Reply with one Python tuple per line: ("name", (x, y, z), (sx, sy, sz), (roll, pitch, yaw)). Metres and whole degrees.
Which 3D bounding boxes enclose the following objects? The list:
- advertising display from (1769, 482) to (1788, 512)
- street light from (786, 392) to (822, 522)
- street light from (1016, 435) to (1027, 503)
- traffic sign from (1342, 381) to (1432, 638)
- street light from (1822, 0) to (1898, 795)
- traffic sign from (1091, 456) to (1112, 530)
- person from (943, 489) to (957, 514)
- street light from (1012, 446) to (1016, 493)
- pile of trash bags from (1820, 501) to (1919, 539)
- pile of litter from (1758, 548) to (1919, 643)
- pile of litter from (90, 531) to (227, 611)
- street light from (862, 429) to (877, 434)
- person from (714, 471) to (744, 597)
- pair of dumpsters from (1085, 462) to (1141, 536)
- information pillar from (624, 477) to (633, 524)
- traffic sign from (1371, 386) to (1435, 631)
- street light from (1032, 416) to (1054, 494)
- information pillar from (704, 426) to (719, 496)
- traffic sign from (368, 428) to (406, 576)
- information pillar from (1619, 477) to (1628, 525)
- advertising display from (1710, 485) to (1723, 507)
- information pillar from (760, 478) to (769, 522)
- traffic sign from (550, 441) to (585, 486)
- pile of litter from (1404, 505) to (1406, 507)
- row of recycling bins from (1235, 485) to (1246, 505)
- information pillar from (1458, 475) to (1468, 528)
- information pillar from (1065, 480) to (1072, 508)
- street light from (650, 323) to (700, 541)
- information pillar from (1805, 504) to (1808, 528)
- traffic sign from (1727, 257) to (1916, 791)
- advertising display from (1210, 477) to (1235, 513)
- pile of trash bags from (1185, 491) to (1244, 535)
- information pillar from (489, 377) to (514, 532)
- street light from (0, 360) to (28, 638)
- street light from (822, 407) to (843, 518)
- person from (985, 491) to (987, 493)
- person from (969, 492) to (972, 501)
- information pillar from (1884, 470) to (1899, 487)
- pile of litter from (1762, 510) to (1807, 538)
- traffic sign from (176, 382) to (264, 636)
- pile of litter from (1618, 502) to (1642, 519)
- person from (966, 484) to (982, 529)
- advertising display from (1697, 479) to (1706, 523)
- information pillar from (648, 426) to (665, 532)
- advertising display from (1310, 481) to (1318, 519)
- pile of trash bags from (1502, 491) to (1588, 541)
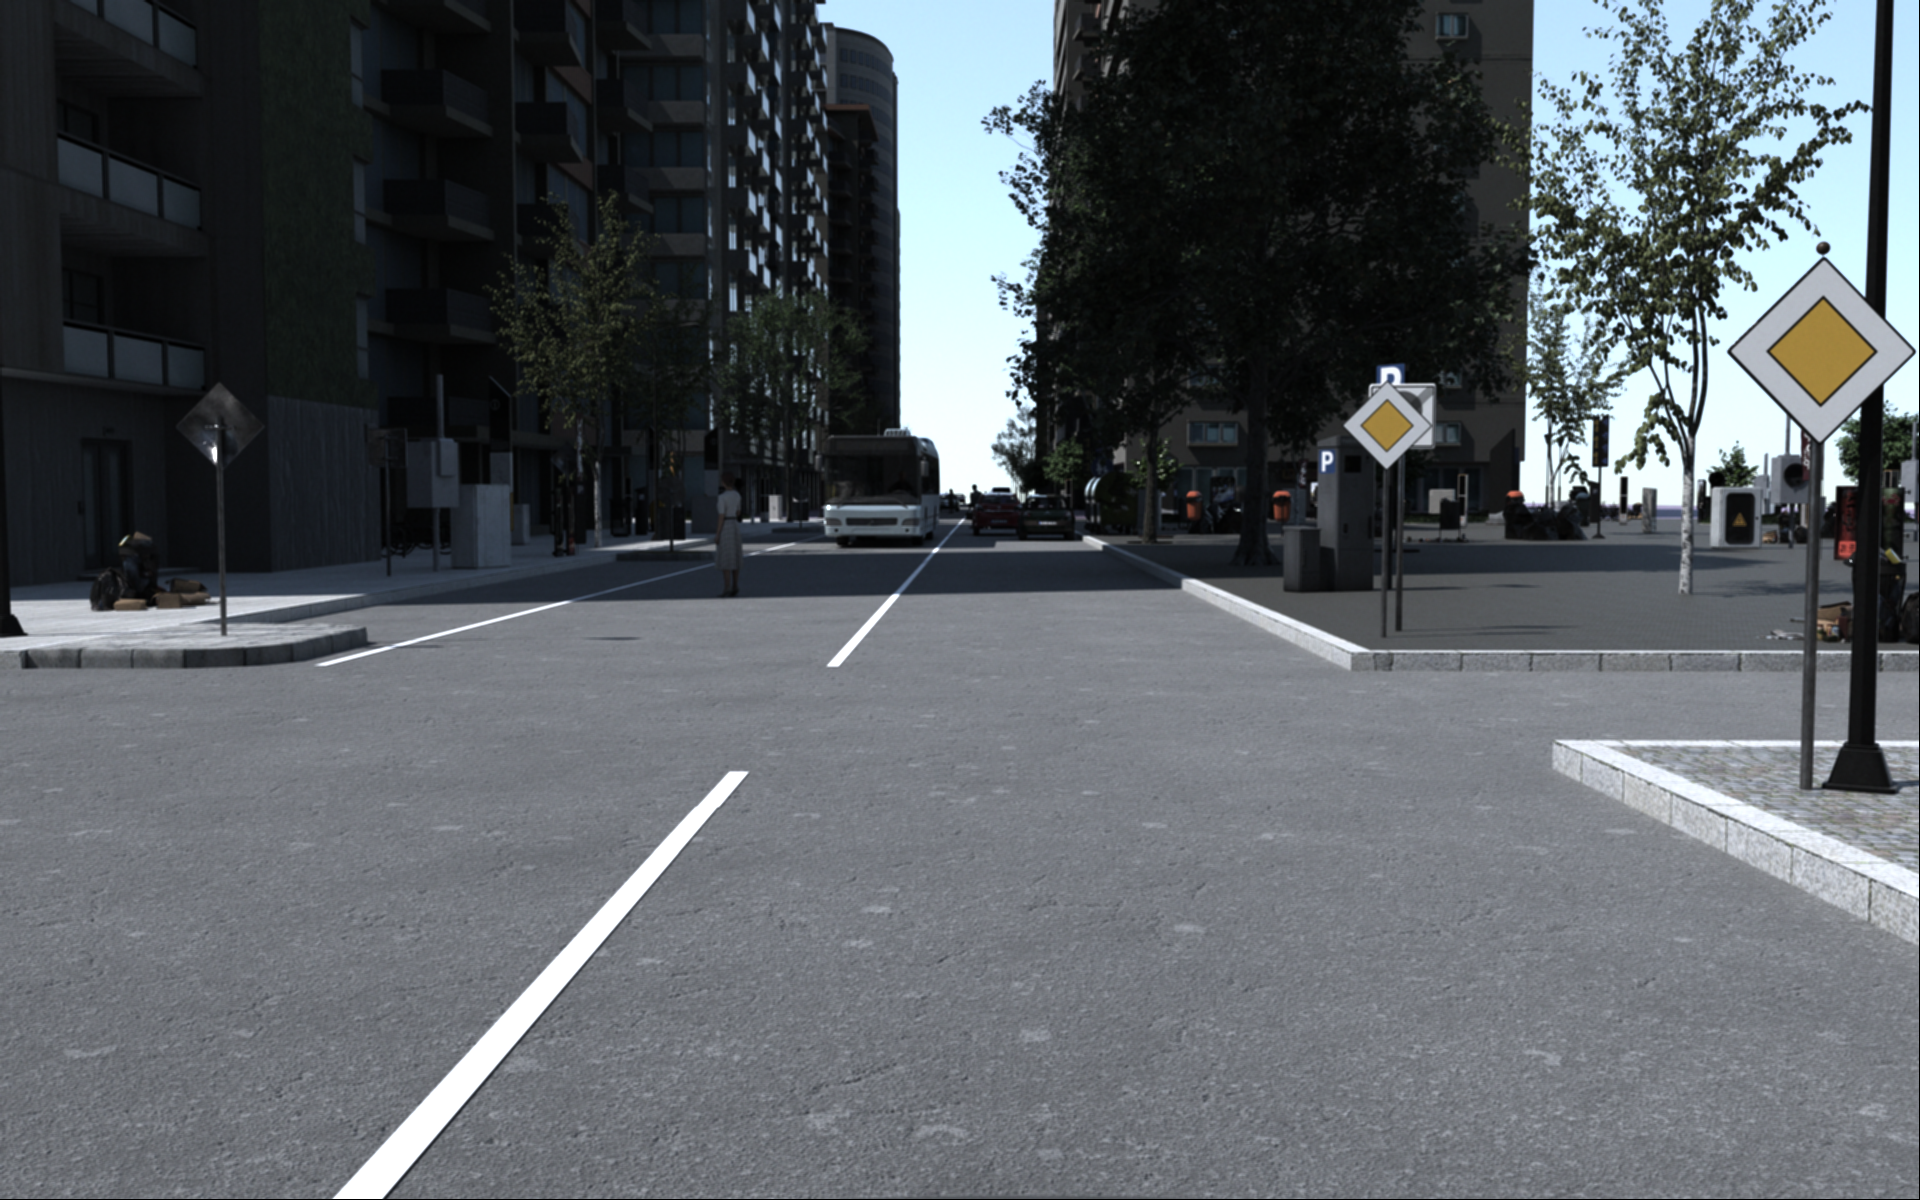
("advertising display", (42.311, -5.163, 89.632), (0.974, 1.923, 0.123), (1, 4, 9))
("street light", (-7.229, -6.505, 78.892), (1.470, 5.913, 1.316), (0, 4, 1))
("street light", (5.356, -9.959, 135.364), (1.470, 5.913, 1.316), (0, 4, 1))
("traffic sign", (3.786, -0.721, 15.433), (0.795, 2.450, 0.064), (0, 4, 1))
("street light", (3.392, -2.132, 7.403), (1.470, 5.913, 1.316), (0, 4, 1))
("traffic sign", (4.780, -3.557, 58.260), (0.768, 2.556, 0.104), (0, 4, 6))
("person", (-0.689, -7.279, 127.508), (1.348, 1.824, 0.705), (-3, 5, -45))
("street light", (5.782, -11.899, 167.087), (1.470, 5.913, 1.316), (0, 4, 1))
("pile of trash bags", (26.141, -2.408, 49.115), (1.912, 1.369, 3.447), (-1, 4, -23))
("pile of litter", (8.027, -0.080, 15.279), (1.719, 0.858, 1.176), (3, 4, 37))
("pile of litter", (-9.132, -0.353, 19.744), (1.176, 0.858, 1.719), (3, 4, 36))
("street light", (-6.482, -9.286, 124.371), (1.470, 5.913, 1.316), (0, 4, 1))
("person", (-3.283, -0.925, 24.190), (0.524, 1.755, 0.480), (2, 4, 33))
("pair of dumpsters", (4.882, -3.218, 55.115), (1.574, 2.255, 4.437), (0, 4, 1))
("information pillar", (-14.210, -4.265, 74.229), (0.304, 2.012, 0.304), (0, 4, -5))
("traffic sign", (4.104, -0.857, 16.139), (0.606, 2.300, 0.079), (0, 4, 7))
("street light", (4.987, -7.983, 103.055), (1.470, 5.913, 1.316), (0, 4, 1))
("information pillar", (-8.462, -4.142, 59.083), (0.504, 3.616, 0.183), (0, 4, -7))
("traffic sign", (-8.919, -1.521, 26.994), (0.606, 2.300, 0.079), (0, 4, 3))
("information pillar", (27.789, -4.161, 72.532), (0.304, 2.012, 0.304), (1, 4, 17))
("advertising display", (38.409, -5.037, 87.563), (0.974, 1.923, 0.123), (0, 4, -7))
("information pillar", (-8.876, -4.536, 78.661), (0.304, 2.012, 0.304), (2, 4, 29))
("traffic sign", (-8.528, -2.229, 37.630), (0.795, 2.450, 0.064), (1, 4, 10))
("pile of litter", (21.196, -4.268, 83.745), (1.176, 0.858, 1.719), (-3, 5, -40))
("row of recycling bins", (13.545, -4.743, 84.661), (1.069, 1.692, 3.534), (0, 4, 3))
("information pillar", (18.947, -3.717, 65.263), (0.304, 2.012, 0.304), (2, 4, 29))
("information pillar", (5.468, -5.067, 87.336), (0.304, 2.012, 0.304), (0, 4, -1))
("street light", (-7.747, -4.565, 47.171), (1.470, 5.913, 1.316), (0, 4, 1))
("information pillar", (23.192, -2.607, 47.116), (0.304, 2.012, 0.304), (1, 4, 16))
("traffic sign", (3.667, -0.233, 7.449), (0.795, 2.450, 0.064), (0, 4, 1))
("advertising display", (9.681, -3.585, 63.835), (0.974, 1.923, 0.123), (-1, 4, -19))
("pile of trash bags", (8.149, -2.800, 55.528), (1.912, 1.369, 3.447), (2, 4, 33))
("information pillar", (-9.154, -2.640, 34.525), (0.504, 3.616, 0.183), (1, 4, 19))
("street light", (-8.084, -2.624, 15.447), (1.470, 5.913, 1.316), (0, 4, 1))
("street light", (-6.923, -7.346, 92.649), (1.470, 5.913, 1.316), (0, 4, 1))
("person", (3.261, -13.061, 222.055), (0.705, 1.823, 1.348), (1, 4, 11))
("person", (1.312, -11.778, 202.533), (0.415, 1.643, 0.593), (0, 4, 2))
("information pillar", (28.635, -2.985, 53.293), (0.304, 2.012, 0.304), (-1, 4, -14))
("pile of litter", (21.538, -1.916, 45.292), (1.719, 0.858, 1.176), (2, 4, 29))
("traffic sign", (-6.657, -0.732, 15.608), (0.795, 2.450, 0.064), (0, 4, 1))
("pile of litter", (34.666, -4.571, 88.701), (1.176, 0.858, 1.719), (-3, 5, -43))
("person", (0.690, -3.847, 71.366), (0.822, 1.834, 0.622), (3, 4, 37))
("advertising display", (32.832, -4.371, 76.687), (0.123, 1.923, 0.974), (1, 4, 9))
("information pillar", (-10.309, -4.106, 58.496), (0.504, 3.616, 0.183), (2, 4, 35))
("advertising display", (18.137, -5.050, 87.783), (0.123, 1.923, 0.974), (-2, 4, -34))
("pile of trash bags", (16.334, -2.414, 49.215), (1.912, 1.369, 3.447), (0, 4, -6))
